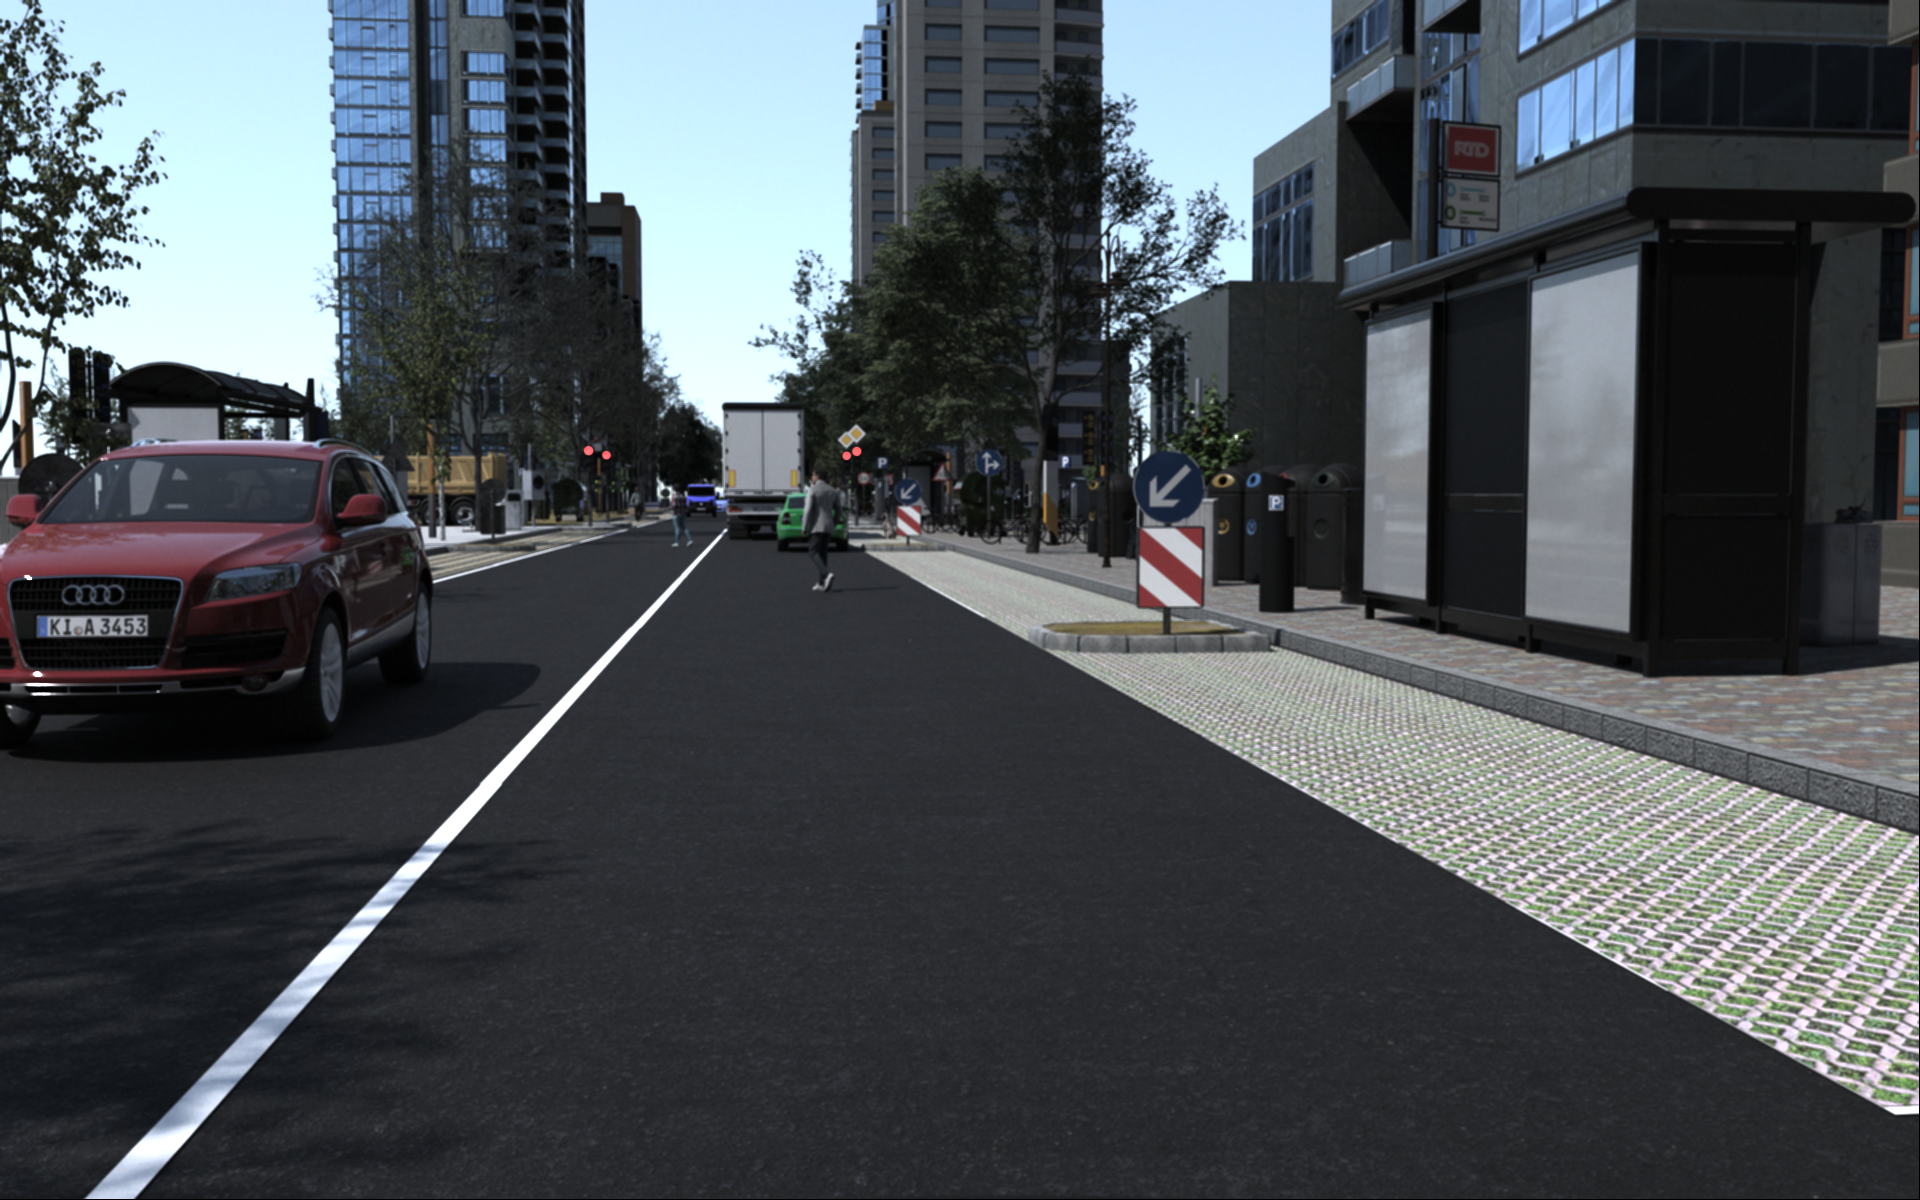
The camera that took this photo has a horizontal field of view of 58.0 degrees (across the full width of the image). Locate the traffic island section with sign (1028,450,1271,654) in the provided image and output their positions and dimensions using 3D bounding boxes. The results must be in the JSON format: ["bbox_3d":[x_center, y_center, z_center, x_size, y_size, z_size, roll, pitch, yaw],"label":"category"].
[{"bbox_3d":[1.699,-0.476,16.417,1.989,1.847,2.006,0,4,-7],"label":"traffic island section with sign"}]

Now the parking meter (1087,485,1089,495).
[{"bbox_3d":[7.519,-5.950,102.989,0.255,1.863,0.399,-2,4,-34],"label":"parking meter"}]

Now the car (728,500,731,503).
[{"bbox_3d":[-24.590,-10.719,187.843,1.945,1.354,3.894,0,4,-5],"label":"car"}]

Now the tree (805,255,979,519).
[{"bbox_3d":[-3.387,-11.247,90.538,9.857,13.997,8.962,0,3,0],"label":"tree"}]

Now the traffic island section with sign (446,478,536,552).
[{"bbox_3d":[-11.719,-2.129,43.431,1.989,1.847,2.006,0,4,-7],"label":"traffic island section with sign"}]

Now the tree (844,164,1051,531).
[{"bbox_3d":[-0.332,-8.704,60.438,7.486,12.596,7.792,0,3,0],"label":"tree"}]

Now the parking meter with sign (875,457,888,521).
[{"bbox_3d":[-3.806,-5.294,82.820,0.543,3.016,1.738,-1,4,-9],"label":"parking meter with sign"}]

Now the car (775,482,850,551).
[{"bbox_3d":[-3.808,-2.196,44.700,1.959,1.807,4.718,0,4,-5],"label":"car"}]

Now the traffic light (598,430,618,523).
[{"bbox_3d":[-15.474,-5.331,76.075,0.839,4.253,0.868,0,4,-7],"label":"traffic light"}]

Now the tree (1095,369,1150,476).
[{"bbox_3d":[9.560,-9.112,99.347,4.360,8.622,3.978,0,3,0],"label":"tree"}]

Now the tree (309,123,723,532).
[{"bbox_3d":[-16.454,-9.063,58.544,12.009,13.543,11.850,0,3,0],"label":"tree"}]

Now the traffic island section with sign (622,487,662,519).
[{"bbox_3d":[-18.084,-5.477,98.183,1.989,1.847,2.006,0,4,-7],"label":"traffic island section with sign"}]

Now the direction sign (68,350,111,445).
[{"bbox_3d":[-13.842,-2.179,27.624,0.379,3.537,0.876,1,4,13],"label":"direction sign"}]

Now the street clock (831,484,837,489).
[{"bbox_3d":[-9.346,-7.577,128.458,0.471,2.002,0.358,3,5,44],"label":"street clock"}]

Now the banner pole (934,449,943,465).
[{"bbox_3d":[-1.043,-6.576,97.527,0.401,3.779,0.863,-1,4,-13],"label":"banner pole"}]

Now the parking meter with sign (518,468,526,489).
[{"bbox_3d":[-29.032,-7.321,115.967,0.543,3.016,1.738,0,4,5],"label":"parking meter with sign"}]

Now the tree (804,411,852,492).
[{"bbox_3d":[-10.537,-11.901,144.937,4.737,8.622,4.395,0,3,0],"label":"tree"}]

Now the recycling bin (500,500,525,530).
[{"bbox_3d":[-16.006,-3.008,61.730,0.722,1.027,0.722,-1,4,-10],"label":"recycling bin"}]

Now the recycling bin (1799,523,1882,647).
[{"bbox_3d":[7.407,-0.147,14.960,0.722,1.027,0.722,-2,4,-25],"label":"recycling bin"}]

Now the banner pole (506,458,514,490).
[{"bbox_3d":[-31.408,-7.993,120.703,0.401,3.779,0.863,3,4,36],"label":"banner pole"}]

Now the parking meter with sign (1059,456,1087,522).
[{"bbox_3d":[5.516,-5.115,79.892,1.738,3.016,0.543,-3,4,-37],"label":"parking meter with sign"}]

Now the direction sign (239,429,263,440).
[{"bbox_3d":[-24.541,-4.161,60.033,0.876,3.537,0.379,1,4,12],"label":"direction sign"}]

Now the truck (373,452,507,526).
[{"bbox_3d":[-23.906,-4.626,71.562,9.791,3.379,3.469,0,4,-5],"label":"truck"}]

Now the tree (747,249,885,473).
[{"bbox_3d":[-9.769,-17.090,135.315,12.611,20.169,13.585,0,3,0],"label":"tree"}]

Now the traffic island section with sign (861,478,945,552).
[{"bbox_3d":[-1.474,-2.147,43.735,1.989,1.847,2.006,0,4,-7],"label":"traffic island section with sign"}]

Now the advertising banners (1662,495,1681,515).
[{"bbox_3d":[7.544,-1.378,18.712,0.090,3.025,2.074,0,4,-3],"label":"advertising banners"}]

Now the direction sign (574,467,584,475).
[{"bbox_3d":[-31.319,-9.196,142.345,0.876,3.537,0.379,1,4,9],"label":"direction sign"}]

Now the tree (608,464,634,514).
[{"bbox_3d":[-22.003,-7.185,112.080,1.663,3.219,1.824,0,3,0],"label":"tree"}]

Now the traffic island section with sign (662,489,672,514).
[{"bbox_3d":[-21.212,-7.131,125.216,1.989,1.847,2.006,0,4,-7],"label":"traffic island section with sign"}]

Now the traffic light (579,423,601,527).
[{"bbox_3d":[-14.554,-4.845,68.143,0.839,4.253,0.868,0,4,-7],"label":"traffic light"}]

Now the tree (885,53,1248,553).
[{"bbox_3d":[1.817,-6.279,37.071,7.601,10.594,8.767,3,5,41],"label":"tree"}]

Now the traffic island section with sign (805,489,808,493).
[{"bbox_3d":[-11.105,-7.220,126.668,1.989,1.847,2.006,0,4,-7],"label":"traffic island section with sign"}]

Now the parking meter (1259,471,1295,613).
[{"bbox_3d":[3.451,-0.638,18.839,0.372,1.533,0.369,0,3,0],"label":"parking meter"}]

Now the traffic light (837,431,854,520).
[{"bbox_3d":[-5.084,-5.405,77.292,0.839,4.253,0.868,0,4,-7],"label":"traffic light"}]

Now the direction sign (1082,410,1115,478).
[{"bbox_3d":[3.742,-3.371,47.110,0.876,3.537,0.379,-1,4,-18],"label":"direction sign"}]

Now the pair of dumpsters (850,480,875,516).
[{"bbox_3d":[-5.783,-6.295,105.417,1.574,2.255,4.437,0,4,-7],"label":"pair of dumpsters"}]

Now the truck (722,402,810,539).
[{"bbox_3d":[-6.499,-4.257,58.520,2.839,4.237,11.283,0,4,-5],"label":"truck"}]

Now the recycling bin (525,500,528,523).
[{"bbox_3d":[-19.554,-3.907,76.425,0.722,1.027,0.722,3,4,39],"label":"recycling bin"}]

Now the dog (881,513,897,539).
[{"bbox_3d":[-2.268,-2.322,54.803,0.513,0.831,0.800,0,4,2],"label":"dog"}]

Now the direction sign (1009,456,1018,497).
[{"bbox_3d":[3.071,-6.823,103.552,0.876,3.537,0.379,-2,4,-28],"label":"direction sign"}]

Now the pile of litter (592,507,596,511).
[{"bbox_3d":[-28.021,-7.405,135.042,1.719,0.858,1.176,0,4,-7],"label":"pile of litter"}]

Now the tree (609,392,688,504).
[{"bbox_3d":[-26.556,-13.002,146.992,7.601,10.594,8.767,-1,4,-10],"label":"tree"}]

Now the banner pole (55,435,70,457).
[{"bbox_3d":[-33.534,-4.577,64.859,0.401,3.779,0.863,1,4,15],"label":"banner pole"}]

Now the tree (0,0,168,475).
[{"bbox_3d":[-12.000,-4.348,21.452,4.737,8.622,4.395,0,3,0],"label":"tree"}]

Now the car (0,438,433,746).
[{"bbox_3d":[-4.896,-0.181,11.634,2.281,1.827,5.304,0,4,-8],"label":"car"}]

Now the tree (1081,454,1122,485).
[{"bbox_3d":[11.359,-9.465,138.458,4.285,4.588,4.351,0,3,0],"label":"tree"}]

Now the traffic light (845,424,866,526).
[{"bbox_3d":[-4.164,-4.920,69.360,0.839,4.253,0.868,0,4,-7],"label":"traffic light"}]

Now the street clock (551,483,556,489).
[{"bbox_3d":[-26.115,-6.557,111.784,0.358,2.002,0.471,3,5,42],"label":"street clock"}]

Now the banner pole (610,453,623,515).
[{"bbox_3d":[-22.610,-7.575,113.862,0.863,3.779,0.401,-2,4,-26],"label":"banner pole"}]

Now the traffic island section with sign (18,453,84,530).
[{"bbox_3d":[-8.541,-0.451,16.000,1.989,1.847,2.006,0,4,-7],"label":"traffic island section with sign"}]

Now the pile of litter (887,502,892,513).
[{"bbox_3d":[-4.495,-6.234,115.891,1.176,0.858,1.719,0,4,1],"label":"pile of litter"}]

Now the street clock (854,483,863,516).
[{"bbox_3d":[-5.845,-5.815,99.647,0.471,2.002,0.358,0,4,-2],"label":"street clock"}]

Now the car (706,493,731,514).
[{"bbox_3d":[-17.678,-7.122,126.042,1.945,1.707,3.694,-1,4,-8],"label":"car"}]

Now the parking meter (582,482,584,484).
[{"bbox_3d":[-18.258,-4.728,83.019,0.399,1.863,0.255,1,4,13],"label":"parking meter"}]

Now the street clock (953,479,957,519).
[{"bbox_3d":[-0.142,-4.958,85.636,0.358,2.002,0.471,-3,4,-36],"label":"street clock"}]

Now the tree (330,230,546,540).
[{"bbox_3d":[-14.492,-5.940,47.486,4.737,8.622,4.395,0,3,0],"label":"tree"}]

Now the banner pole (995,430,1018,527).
[{"bbox_3d":[1.865,-4.728,67.316,0.863,3.779,0.401,-2,4,-27],"label":"banner pole"}]
